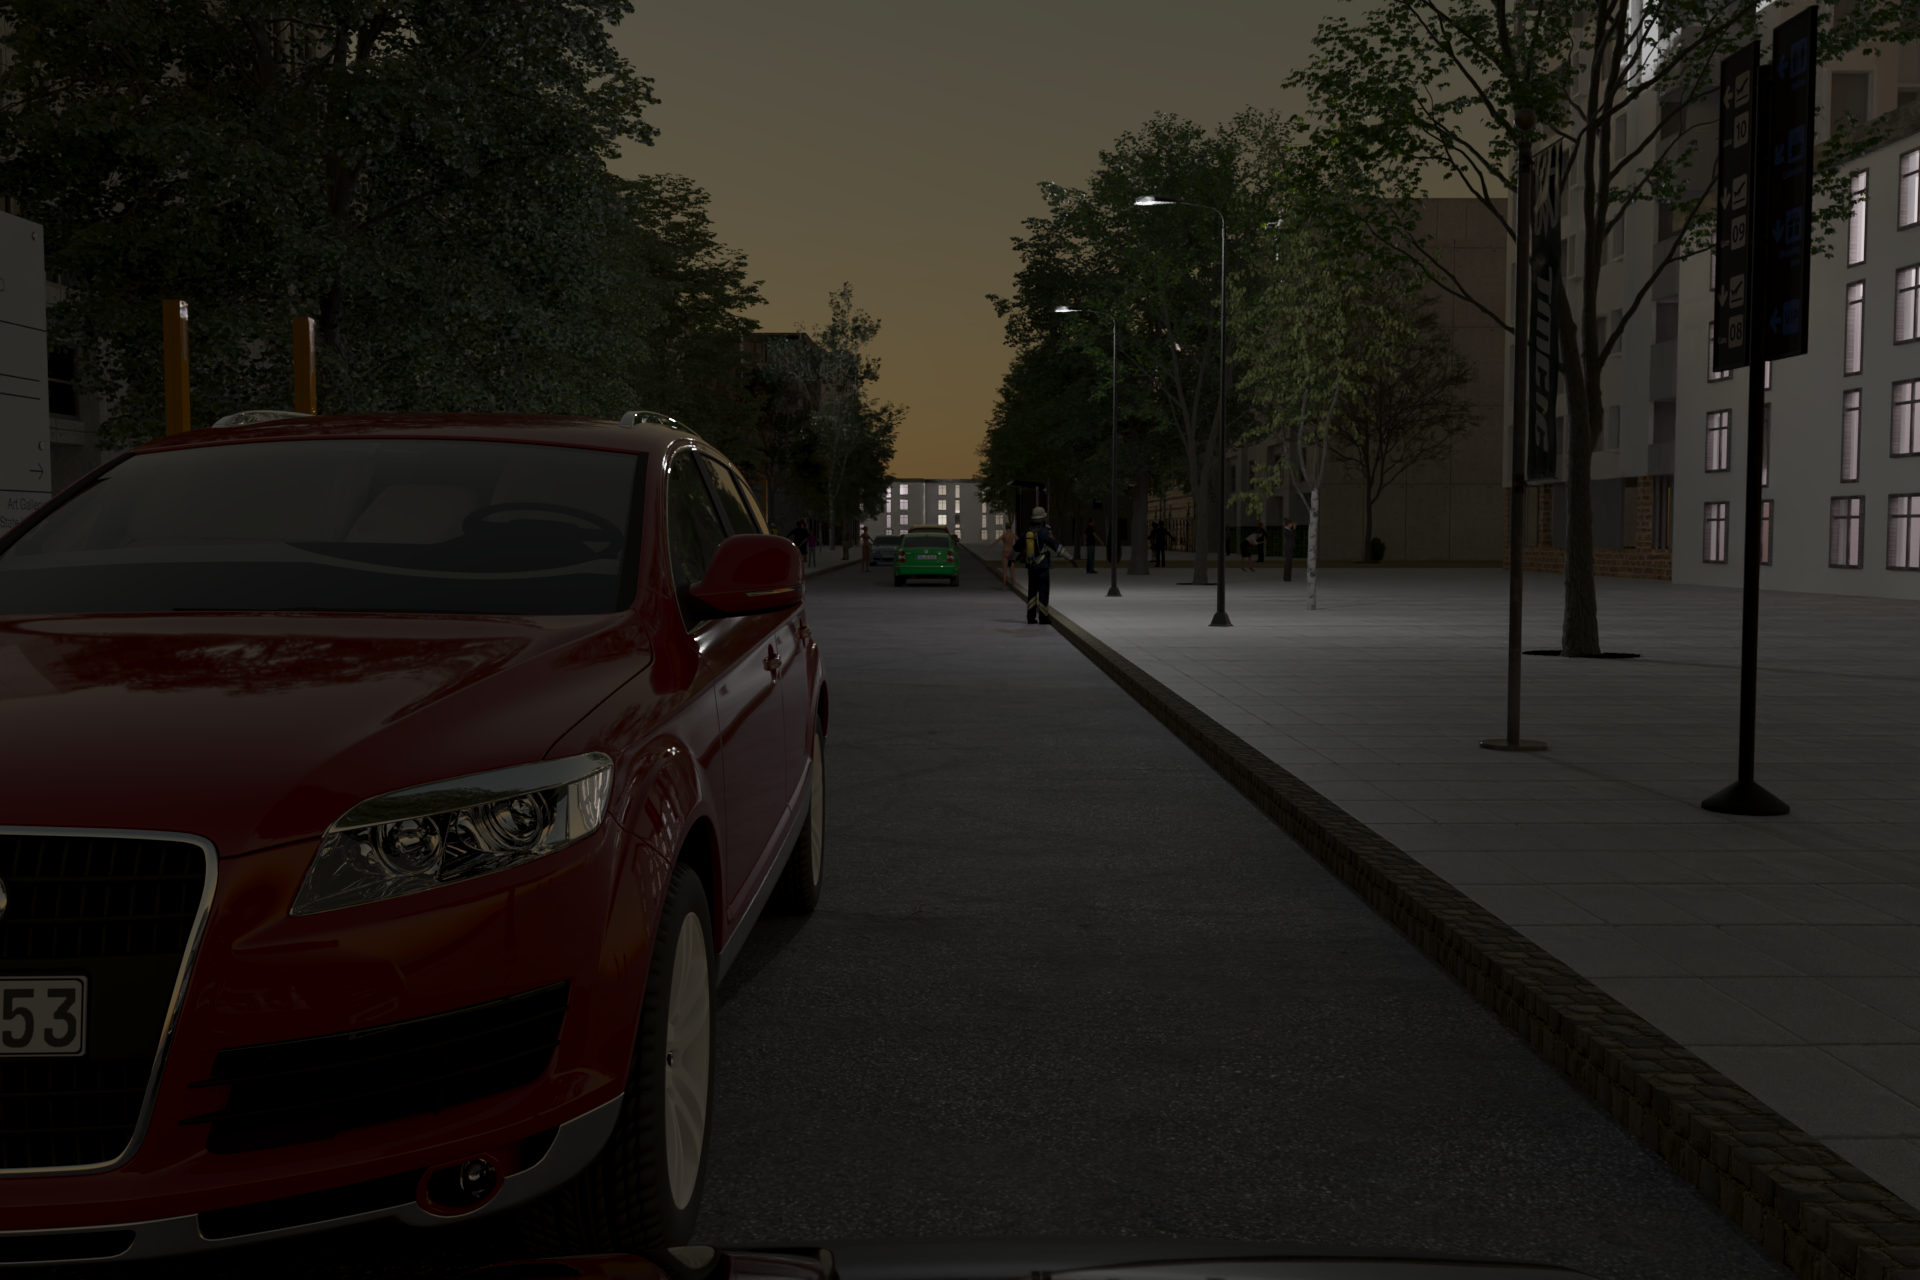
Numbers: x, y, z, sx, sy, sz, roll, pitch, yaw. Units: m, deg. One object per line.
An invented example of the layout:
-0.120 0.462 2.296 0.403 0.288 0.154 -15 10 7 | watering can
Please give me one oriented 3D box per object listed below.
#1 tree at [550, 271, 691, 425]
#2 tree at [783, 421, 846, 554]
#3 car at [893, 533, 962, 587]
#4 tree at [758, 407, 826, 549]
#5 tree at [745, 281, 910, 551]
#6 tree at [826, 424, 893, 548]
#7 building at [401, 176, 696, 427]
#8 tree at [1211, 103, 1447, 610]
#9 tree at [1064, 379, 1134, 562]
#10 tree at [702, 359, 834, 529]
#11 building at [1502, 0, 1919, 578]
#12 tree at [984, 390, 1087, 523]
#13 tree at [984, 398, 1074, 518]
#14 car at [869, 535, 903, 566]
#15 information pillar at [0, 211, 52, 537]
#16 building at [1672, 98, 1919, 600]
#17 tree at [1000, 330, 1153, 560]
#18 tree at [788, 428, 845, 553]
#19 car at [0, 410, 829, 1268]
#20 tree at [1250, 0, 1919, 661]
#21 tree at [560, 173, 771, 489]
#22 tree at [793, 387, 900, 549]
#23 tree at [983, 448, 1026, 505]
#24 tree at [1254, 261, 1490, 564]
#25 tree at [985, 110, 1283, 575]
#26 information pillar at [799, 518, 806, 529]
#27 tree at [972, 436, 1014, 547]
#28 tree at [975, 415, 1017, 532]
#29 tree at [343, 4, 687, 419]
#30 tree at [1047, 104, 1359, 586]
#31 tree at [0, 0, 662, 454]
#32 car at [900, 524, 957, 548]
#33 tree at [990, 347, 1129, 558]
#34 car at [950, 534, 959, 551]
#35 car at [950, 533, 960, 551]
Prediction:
-8.939 -5.900 46.828 4.360 8.622 3.978 0 3 0 | tree
-9.518 -9.751 109.789 4.737 8.622 4.395 0 3 0 | tree
-0.908 -2.423 48.415 1.959 1.807 4.718 0 4 0 | car
-9.165 -9.138 99.761 4.360 8.622 3.978 0 3 0 | tree
-10.175 -16.904 132.264 12.611 20.169 13.585 0 3 0 | tree
-10.139 -15.002 163.401 7.486 12.596 7.792 0 3 0 | tree
-26.119 -14.335 100.829 16.747 18.905 31.486 0 4 0 | building
6.057 -4.832 29.370 4.737 8.622 4.395 0 3 0 | tree
6.842 -7.888 79.334 4.360 8.622 3.978 0 3 0 | tree
-10.121 -9.646 92.120 7.601 10.594 8.767 1 4 15 | tree
24.279 -12.408 59.291 16.016 20.090 11.380 0 4 -1 | building
5.048 -11.880 112.370 7.486 12.596 7.792 0 3 0 | tree
5.223 -12.614 124.359 7.486 12.596 7.792 0 3 0 | tree
-3.211 -4.096 78.974 2.014 1.417 4.499 0 4 0 | car
-7.033 -1.293 12.452 0.184 3.620 1.656 0 4 -1 | information pillar
22.982 -5.436 31.025 9.099 9.664 28.070 0 3 0 | building
5.761 -9.790 85.822 9.928 11.665 9.643 0 3 0 | tree
-9.286 -10.196 117.072 4.360 8.622 3.978 0 3 0 | tree
-1.535 0.220 5.075 2.281 1.827 5.304 0 3 0 | car
6.481 -5.640 17.969 9.928 11.665 9.643 0 3 0 | tree
-9.655 -8.386 55.231 7.486 12.596 7.792 0 3 0 | tree
-9.966 -14.880 149.950 9.857 13.997 8.962 0 3 0 | tree
5.215 -12.577 140.049 7.601 10.594 8.767 -2 4 -28 | tree
17.994 -10.095 75.426 12.009 13.543 11.850 0 3 0 | tree
5.640 -9.023 54.179 9.857 13.997 8.962 0 3 0 | tree
-7.289 -4.625 80.118 0.304 2.012 0.304 0 4 -1 | information pillar
4.963 -14.781 167.418 9.928 11.665 9.643 0 3 0 | tree
5.216 -14.626 157.263 7.486 12.596 7.792 0 3 0 | tree
-9.651 -7.285 37.229 7.486 12.596 7.792 0 3 0 | tree
6.016 -7.181 43.167 9.928 11.665 9.643 0 3 0 | tree
-8.848 -7.171 23.902 9.857 13.997 8.962 0 3 0 | tree
-1.229 -3.661 68.533 2.281 1.827 5.304 0 4 -1 | car
5.468 -10.306 94.258 9.928 11.665 9.643 0 3 0 | tree
-1.091 -5.754 105.881 2.131 1.459 4.920 0 4 -1 | car
-1.074 -8.343 145.445 2.155 1.783 4.494 0 4 0 | car
